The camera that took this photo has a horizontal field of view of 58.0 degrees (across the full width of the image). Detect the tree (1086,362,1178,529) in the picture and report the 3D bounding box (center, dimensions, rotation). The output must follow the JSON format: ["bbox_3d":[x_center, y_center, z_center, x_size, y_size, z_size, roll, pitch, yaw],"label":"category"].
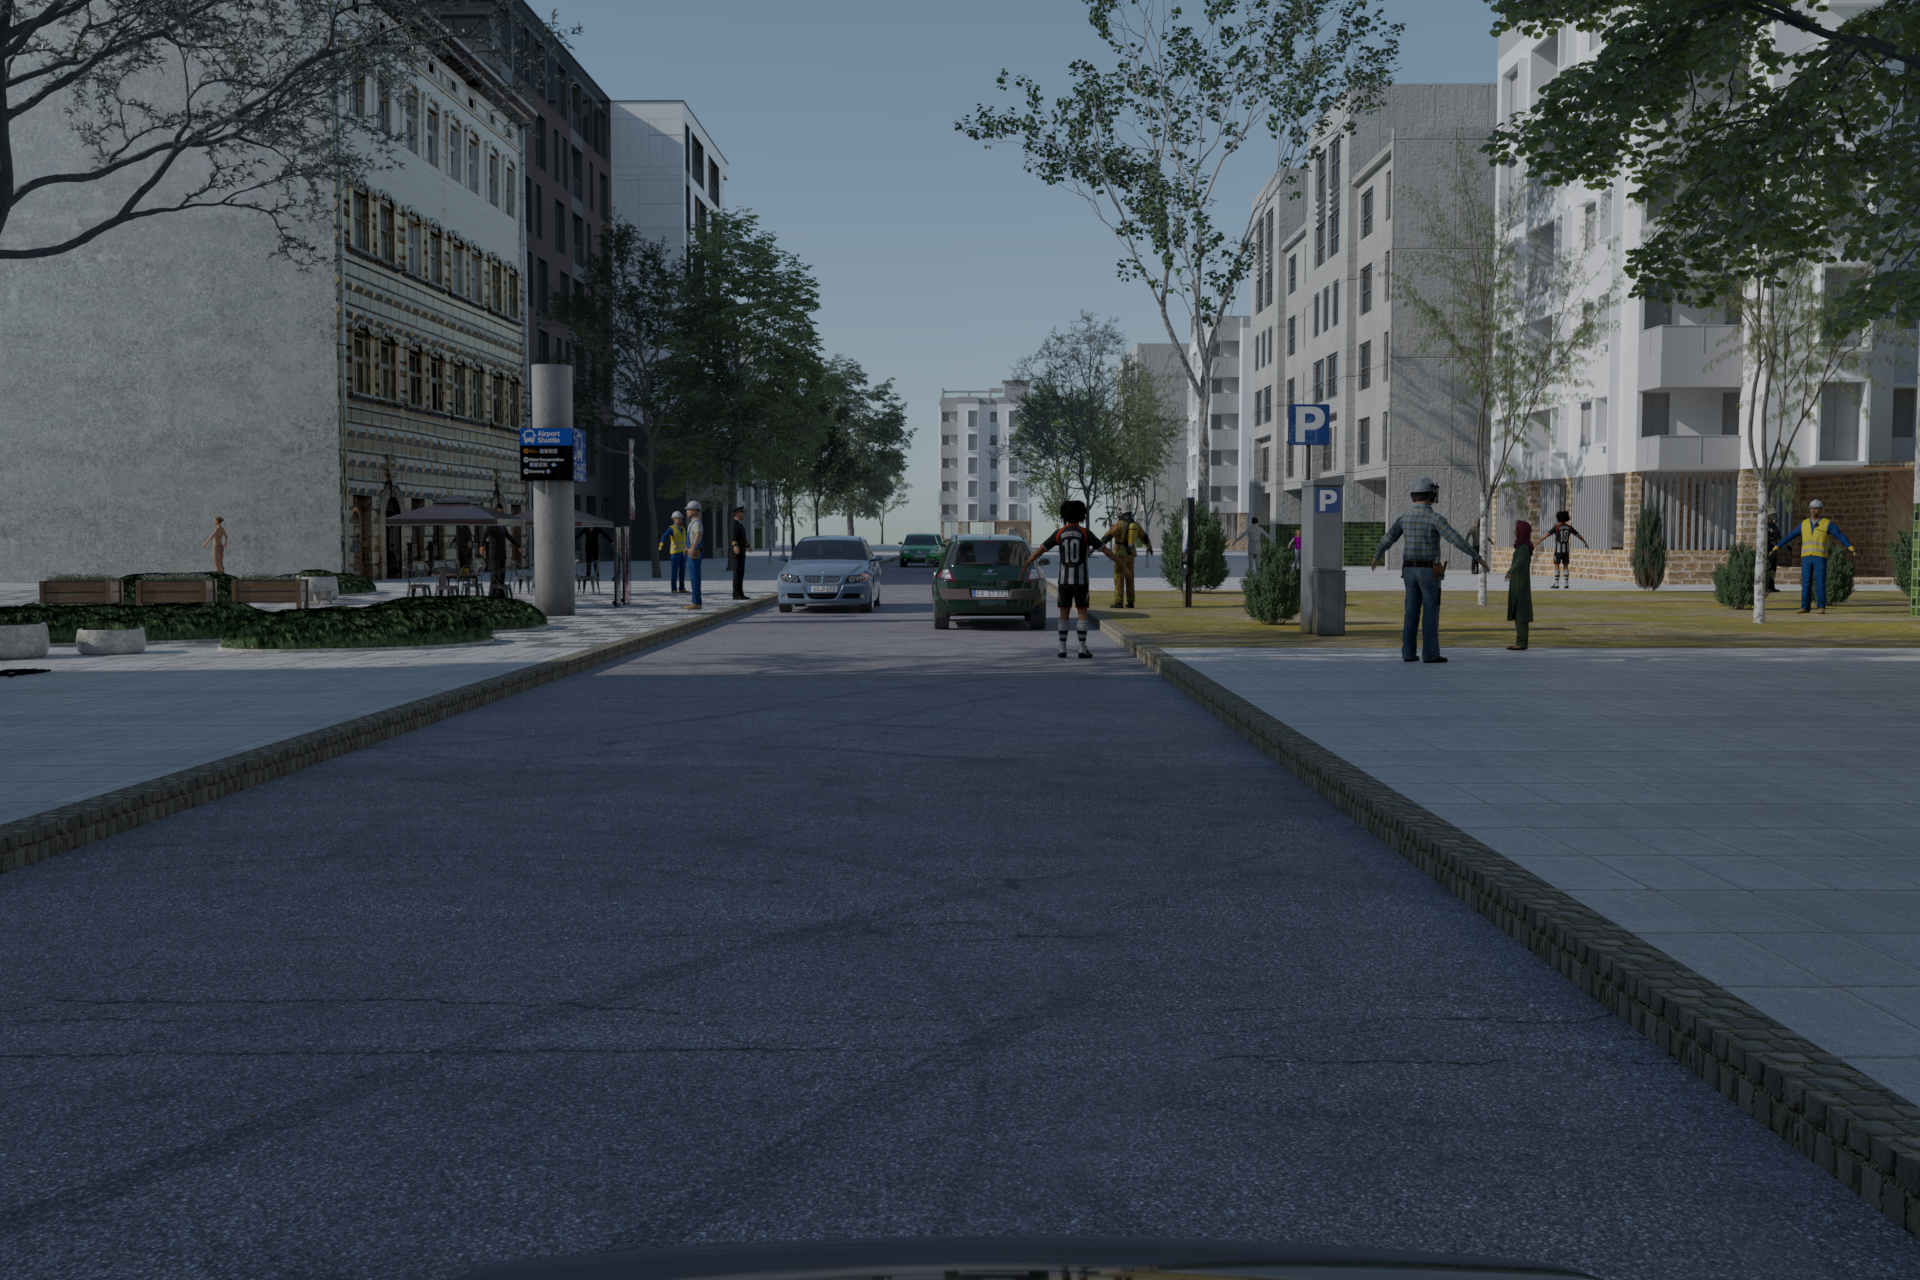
[{"bbox_3d":[7.414,-7.597,74.570,4.737,8.622,4.395,0,3,0],"label":"tree"}]

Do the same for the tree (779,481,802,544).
[{"bbox_3d":[-21.316,-16.167,214.697,4.737,8.622,4.395,0,3,0],"label":"tree"}]

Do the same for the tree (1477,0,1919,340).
[{"bbox_3d":[7.352,-5.731,11.835,7.486,12.596,7.792,0,3,0],"label":"tree"}]

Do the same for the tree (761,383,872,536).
[{"bbox_3d":[-8.839,-10.356,103.729,7.601,10.594,8.767,-3,5,-43],"label":"tree"}]

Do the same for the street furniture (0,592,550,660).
[{"bbox_3d":[-9.431,-0.294,20.434,10.072,0.657,5.734,-2,4,-32],"label":"street furniture"}]

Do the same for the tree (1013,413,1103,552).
[{"bbox_3d":[7.477,-12.084,123.326,9.928,11.665,9.643,0,3,0],"label":"tree"}]

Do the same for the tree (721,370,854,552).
[{"bbox_3d":[-8.929,-9.491,89.585,7.601,10.594,8.767,0,4,0],"label":"tree"}]

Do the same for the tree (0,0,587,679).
[{"bbox_3d":[-9.001,-6.411,15.198,12.009,13.543,11.850,0,3,0],"label":"tree"}]

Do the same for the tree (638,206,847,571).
[{"bbox_3d":[-7.614,-8.710,60.529,7.486,12.596,7.792,0,3,0],"label":"tree"}]

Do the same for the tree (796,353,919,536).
[{"bbox_3d":[-7.646,-13.120,121.170,9.857,13.997,8.962,0,3,0],"label":"tree"}]

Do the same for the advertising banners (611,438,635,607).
[{"bbox_3d":[-6.040,-2.142,31.209,0.090,3.025,2.074,0,3,0],"label":"advertising banners"}]

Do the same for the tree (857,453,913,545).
[{"bbox_3d":[-9.694,-17.527,212.313,9.928,11.665,9.643,0,3,0],"label":"tree"}]

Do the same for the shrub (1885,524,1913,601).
[{"bbox_3d":[17.948,-1.695,31.755,1.661,2.075,1.752,0,3,0],"label":"shrub"}]

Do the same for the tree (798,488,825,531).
[{"bbox_3d":[-17.220,-15.890,210.165,4.360,8.622,3.978,0,3,0],"label":"tree"}]

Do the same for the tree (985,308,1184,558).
[{"bbox_3d":[6.966,-11.197,93.442,12.009,13.543,11.850,0,3,0],"label":"tree"}]

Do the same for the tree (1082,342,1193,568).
[{"bbox_3d":[7.338,-7.067,65.910,4.360,8.622,3.978,0,3,0],"label":"tree"}]

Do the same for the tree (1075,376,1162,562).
[{"bbox_3d":[6.947,-7.947,80.300,4.360,8.622,3.978,0,3,0],"label":"tree"}]

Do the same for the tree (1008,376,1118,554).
[{"bbox_3d":[6.749,-11.456,113.057,9.928,11.665,9.643,0,3,0],"label":"tree"}]

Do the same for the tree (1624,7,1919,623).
[{"bbox_3d":[11.305,-4.552,24.795,4.360,8.622,3.978,0,3,0],"label":"tree"}]

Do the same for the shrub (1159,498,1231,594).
[{"bbox_3d":[5.079,-2.042,37.426,1.661,2.075,1.752,0,3,0],"label":"shrub"}]

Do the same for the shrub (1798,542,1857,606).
[{"bbox_3d":[15.480,-1.210,30.905,1.383,1.207,1.383,0,3,0],"label":"shrub"}]

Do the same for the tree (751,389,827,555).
[{"bbox_3d":[-8.386,-8.022,81.517,4.360,8.622,3.978,0,3,0],"label":"tree"}]

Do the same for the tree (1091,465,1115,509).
[{"bbox_3d":[20.148,-17.785,216.536,9.928,11.665,9.643,0,3,0],"label":"tree"}]

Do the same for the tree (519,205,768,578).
[{"bbox_3d":[-9.161,-7.073,50.052,7.601,10.594,8.767,-1,4,-11],"label":"tree"}]

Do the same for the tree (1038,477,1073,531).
[{"bbox_3d":[11.659,-15.910,210.488,4.737,8.622,4.395,0,3,0],"label":"tree"}]

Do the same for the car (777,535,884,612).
[{"bbox_3d":[-2.448,-1.295,33.175,2.014,1.417,4.499,0,4,0],"label":"car"}]

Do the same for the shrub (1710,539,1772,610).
[{"bbox_3d":[13.255,-1.119,29.411,1.383,1.207,1.383,0,3,0],"label":"shrub"}]

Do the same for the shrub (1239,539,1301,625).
[{"bbox_3d":[4.429,-0.820,24.520,1.383,1.207,1.383,0,3,0],"label":"shrub"}]

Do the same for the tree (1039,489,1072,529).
[{"bbox_3d":[11.997,-16.288,216.677,4.737,8.622,4.395,0,3,0],"label":"tree"}]

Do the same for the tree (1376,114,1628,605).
[{"bbox_3d":[9.282,-4.950,31.292,4.360,8.622,3.978,0,3,0],"label":"tree"}]

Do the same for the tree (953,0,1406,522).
[{"bbox_3d":[5.986,-12.030,52.575,12.611,20.169,13.585,0,3,0],"label":"tree"}]

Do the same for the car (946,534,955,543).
[{"bbox_3d":[0.019,-6.909,122.749,2.009,1.686,4.222,0,3,0],"label":"car"}]

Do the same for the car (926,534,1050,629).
[{"bbox_3d":[0.449,-1.077,27.400,2.009,1.686,4.222,0,3,0],"label":"car"}]

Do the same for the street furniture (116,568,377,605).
[{"bbox_3d":[-14.826,-1.175,34.832,5.734,0.657,10.072,-1,4,-16],"label":"street furniture"}]

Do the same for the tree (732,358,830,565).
[{"bbox_3d":[-8.068,-7.466,72.425,4.360,8.622,3.978,0,3,0],"label":"tree"}]
